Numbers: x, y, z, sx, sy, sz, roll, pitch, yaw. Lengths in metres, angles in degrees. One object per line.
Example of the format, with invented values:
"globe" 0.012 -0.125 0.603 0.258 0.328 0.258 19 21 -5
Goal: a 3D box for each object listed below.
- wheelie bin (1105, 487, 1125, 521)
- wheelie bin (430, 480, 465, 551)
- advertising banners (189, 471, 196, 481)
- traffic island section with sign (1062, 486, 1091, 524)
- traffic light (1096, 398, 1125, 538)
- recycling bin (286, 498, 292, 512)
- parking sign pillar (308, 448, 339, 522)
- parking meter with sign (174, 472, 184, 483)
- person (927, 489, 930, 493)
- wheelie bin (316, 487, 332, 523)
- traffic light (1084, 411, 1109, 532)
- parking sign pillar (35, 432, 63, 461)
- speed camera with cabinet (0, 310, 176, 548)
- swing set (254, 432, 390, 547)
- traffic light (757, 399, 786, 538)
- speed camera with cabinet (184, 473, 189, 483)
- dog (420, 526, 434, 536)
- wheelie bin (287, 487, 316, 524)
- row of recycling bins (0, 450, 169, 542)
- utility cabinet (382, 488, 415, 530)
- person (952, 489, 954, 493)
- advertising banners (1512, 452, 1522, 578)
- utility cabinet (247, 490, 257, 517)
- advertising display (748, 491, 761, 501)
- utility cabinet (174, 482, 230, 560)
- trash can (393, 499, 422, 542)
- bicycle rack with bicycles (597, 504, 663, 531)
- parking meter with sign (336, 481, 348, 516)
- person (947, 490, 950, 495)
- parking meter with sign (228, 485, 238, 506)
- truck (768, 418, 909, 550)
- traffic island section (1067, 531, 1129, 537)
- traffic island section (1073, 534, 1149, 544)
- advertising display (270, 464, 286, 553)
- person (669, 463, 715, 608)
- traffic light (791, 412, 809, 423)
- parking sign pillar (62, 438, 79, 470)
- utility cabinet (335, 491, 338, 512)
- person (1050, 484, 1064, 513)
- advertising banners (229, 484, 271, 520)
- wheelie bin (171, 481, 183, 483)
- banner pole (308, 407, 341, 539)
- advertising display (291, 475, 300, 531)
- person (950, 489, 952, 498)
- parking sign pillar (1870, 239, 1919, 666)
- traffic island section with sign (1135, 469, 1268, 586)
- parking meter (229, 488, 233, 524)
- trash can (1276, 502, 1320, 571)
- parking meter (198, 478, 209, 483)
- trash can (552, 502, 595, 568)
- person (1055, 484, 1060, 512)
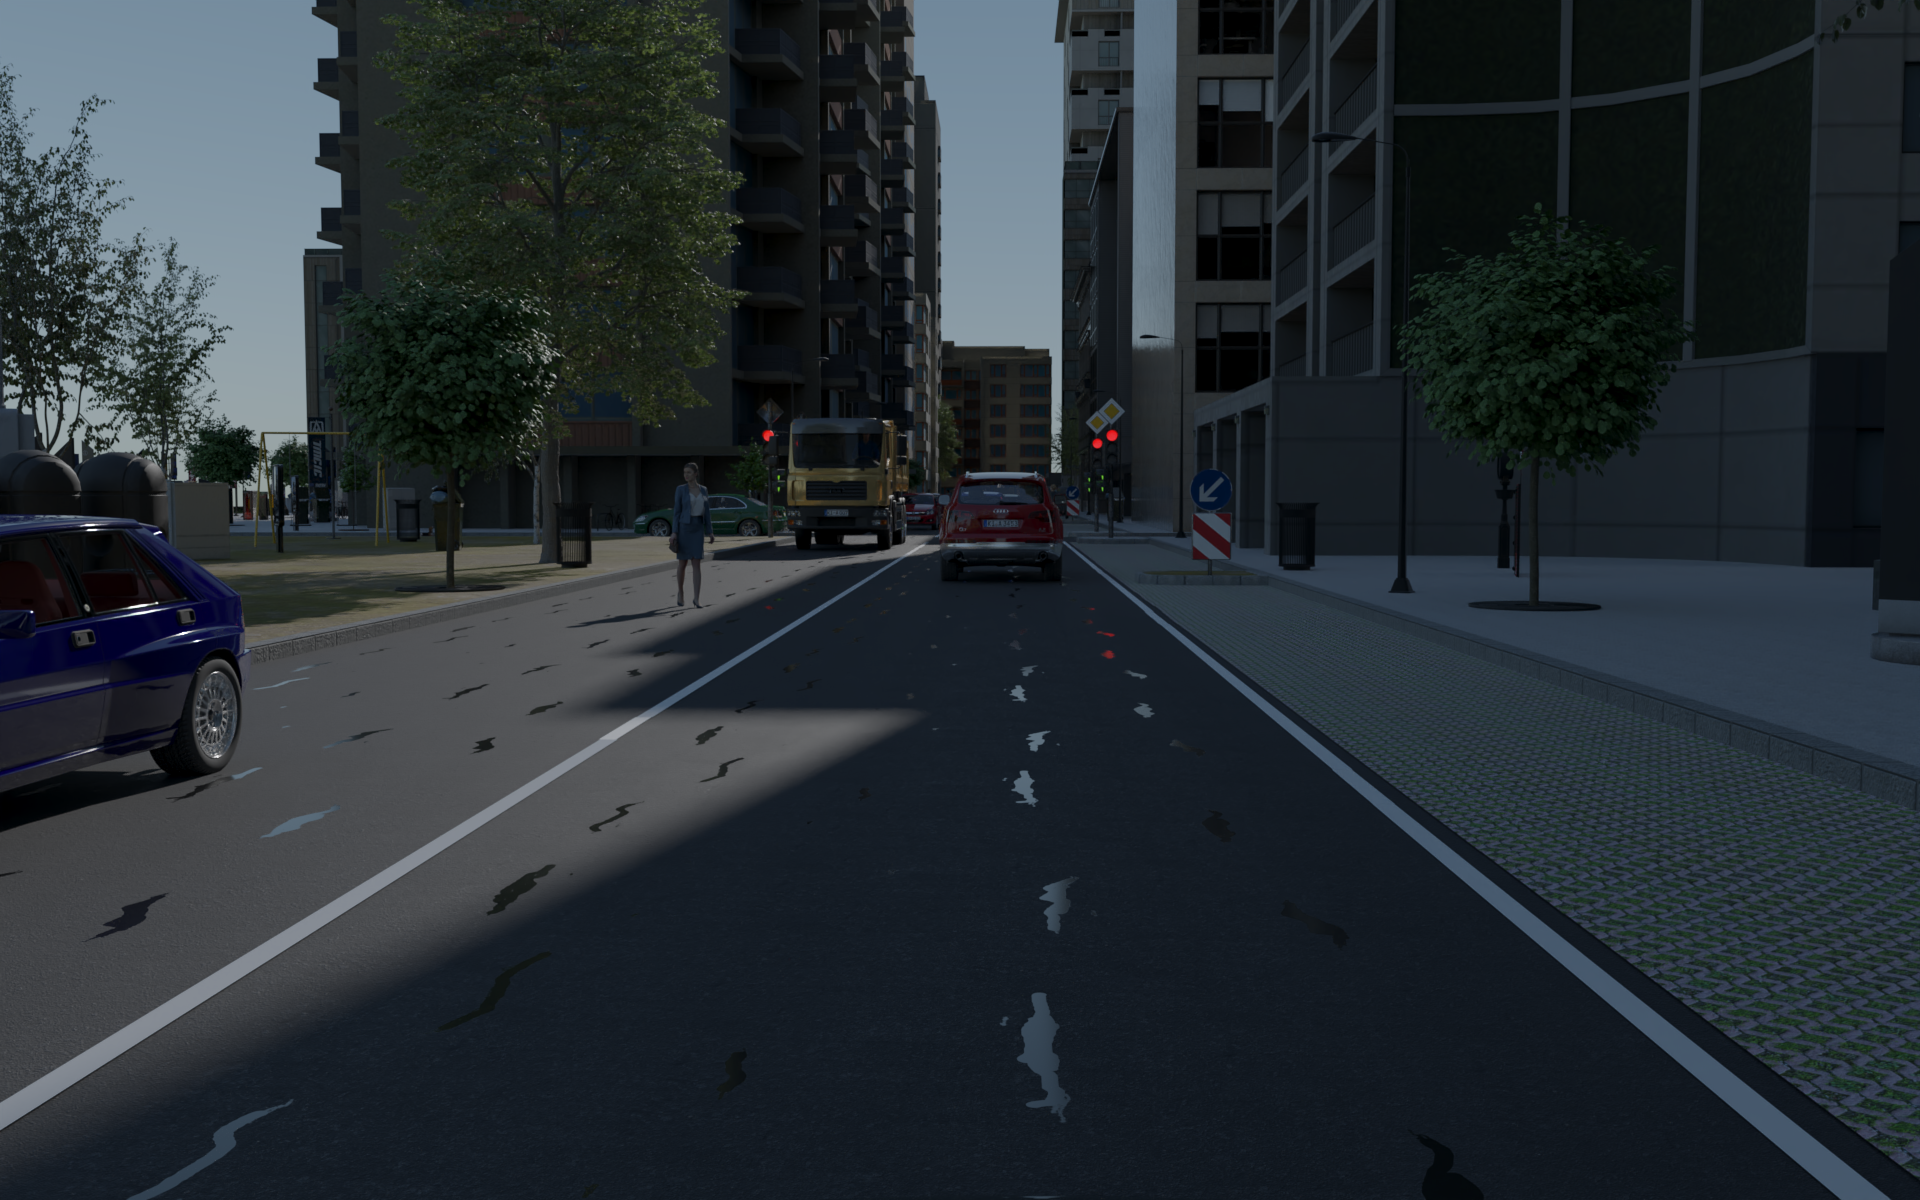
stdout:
"wheelie bin" 7.273 -4.514 81.714 0.980 1.594 0.693 -2 4 -28
"wheelie bin" -11.634 -1.920 39.304 0.693 1.594 0.980 -1 4 -9
"advertising banners" -47.846 -6.947 109.778 2.074 3.025 0.090 -1 4 -10
"traffic island section with sign" 5.310 -4.584 83.574 1.989 1.847 2.006 0 4 1
"traffic light" 4.401 -3.773 50.604 0.839 4.253 0.868 0 4 1
"recycling bin" -46.815 -6.629 120.943 0.722 1.027 0.722 -3 5 -41
"parking sign pillar" -30.028 -5.688 81.467 1.447 3.967 1.447 2 4 30
"parking meter with sign" -50.500 -7.140 112.998 1.738 3.016 0.543 1 4 12
"person" -2.248 -6.976 122.746 0.721 1.800 0.419 -1 4 -13
"wheelie bin" -28.731 -4.275 77.804 0.980 1.594 0.693 -3 5 -40
"traffic light" 4.610 -4.261 58.586 0.839 4.253 0.868 0 4 1
"parking sign pillar" -40.695 -5.356 76.040 1.447 3.967 1.447 1 4 16
"speed camera with cabinet" -9.849 -1.520 19.193 2.038 3.252 0.660 -2 4 -30
"swing set" -15.981 -2.825 43.809 3.119 2.851 2.862 -1 4 -12
"traffic light" -5.557 -3.788 50.847 0.839 4.253 0.868 0 4 1
"speed camera with cabinet" -50.264 -7.154 111.308 2.038 3.252 0.660 -2 4 -26
"dog" -17.379 -2.223 56.540 0.550 0.427 0.748 -3 5 -40
"wheelie bin" -28.213 -4.042 73.993 0.980 1.594 0.693 -2 4 -28
"row of recycling bins" -8.988 -0.540 15.943 1.069 1.692 3.534 2 4 34
"utility cabinet" -19.640 -3.180 60.674 0.318 1.500 1.173 2 4 32
"person" -0.242 -5.866 105.086 0.598 1.740 0.731 0 4 -1
"advertising banners" 8.678 -1.877 26.880 0.090 3.025 2.074 1 4 16
"utility cabinet" -39.498 -5.373 96.524 0.318 1.500 1.173 0 4 0
"advertising display" -7.279 -3.430 61.286 0.123 1.923 0.974 -2 4 -27
"utility cabinet" -14.788 -1.523 33.587 0.318 1.500 1.173 2 4 32
"trash can" -14.825 -2.133 46.525 0.748 1.137 0.748 0 3 0
"bicycle rack with bicycles" -11.427 -2.899 60.776 2.852 0.926 2.925 0 4 5
"parking meter with sign" -36.039 -6.424 101.286 0.543 3.016 1.738 -3 5 -42
"person" -1.124 -9.230 159.414 0.705 1.824 1.348 1 4 14
"parking meter with sign" -50.239 -7.456 118.170 1.738 3.016 0.543 -1 4 -18
"truck" -2.943 -3.119 46.913 3.469 3.379 9.791 0 4 2
"traffic island section" 4.650 -2.227 58.699 2.009 0.180 2.903 0 4 1
"traffic island section" 4.441 -1.739 50.717 2.009 0.180 2.903 0 4 1
"advertising display" -14.968 -2.009 38.057 0.123 1.923 0.974 -2 4 -28
"person" -3.403 -0.820 21.928 0.581 1.822 0.654 -1 4 -17
"traffic light" -5.348 -4.276 58.830 0.839 4.253 0.868 0 4 1
"parking sign pillar" -42.843 -5.785 83.053 1.447 3.967 1.447 1 4 22
"utility cabinet" -39.768 -6.297 111.627 1.173 1.500 0.318 1 4 8
"person" 3.288 -3.134 60.156 0.576 1.772 0.534 -2 4 -31
"advertising banners" -35.146 -5.462 85.499 2.074 3.025 0.090 0 4 -3
"wheelie bin" -18.511 -1.992 40.477 0.980 1.594 0.693 -1 4 -13
"banner pole" -18.214 -3.643 49.578 0.863 3.779 0.401 -1 4 -20
"advertising display" -23.218 -3.382 60.503 0.123 1.923 0.974 -2 4 -30
"person" -0.566 -7.307 128.305 0.444 1.785 0.601 -3 5 -43
"parking sign pillar" 7.800 -1.511 13.171 1.447 3.967 1.447 -3 5 -42
"traffic island section with sign" 3.847 -1.179 27.911 1.989 1.847 2.006 0 4 1
"parking meter" -31.529 -4.050 74.626 0.372 1.533 0.369 0 3 0
"trash can" 5.688 -1.074 29.220 0.748 1.137 0.748 0 3 0
"parking meter" -28.118 -3.595 64.494 0.399 1.863 0.255 -1 4 -15
"trash can" -6.751 -1.140 30.287 0.748 1.137 0.748 0 3 0
"person" 3.985 -3.976 73.371 0.748 1.841 0.638 1 4 11
